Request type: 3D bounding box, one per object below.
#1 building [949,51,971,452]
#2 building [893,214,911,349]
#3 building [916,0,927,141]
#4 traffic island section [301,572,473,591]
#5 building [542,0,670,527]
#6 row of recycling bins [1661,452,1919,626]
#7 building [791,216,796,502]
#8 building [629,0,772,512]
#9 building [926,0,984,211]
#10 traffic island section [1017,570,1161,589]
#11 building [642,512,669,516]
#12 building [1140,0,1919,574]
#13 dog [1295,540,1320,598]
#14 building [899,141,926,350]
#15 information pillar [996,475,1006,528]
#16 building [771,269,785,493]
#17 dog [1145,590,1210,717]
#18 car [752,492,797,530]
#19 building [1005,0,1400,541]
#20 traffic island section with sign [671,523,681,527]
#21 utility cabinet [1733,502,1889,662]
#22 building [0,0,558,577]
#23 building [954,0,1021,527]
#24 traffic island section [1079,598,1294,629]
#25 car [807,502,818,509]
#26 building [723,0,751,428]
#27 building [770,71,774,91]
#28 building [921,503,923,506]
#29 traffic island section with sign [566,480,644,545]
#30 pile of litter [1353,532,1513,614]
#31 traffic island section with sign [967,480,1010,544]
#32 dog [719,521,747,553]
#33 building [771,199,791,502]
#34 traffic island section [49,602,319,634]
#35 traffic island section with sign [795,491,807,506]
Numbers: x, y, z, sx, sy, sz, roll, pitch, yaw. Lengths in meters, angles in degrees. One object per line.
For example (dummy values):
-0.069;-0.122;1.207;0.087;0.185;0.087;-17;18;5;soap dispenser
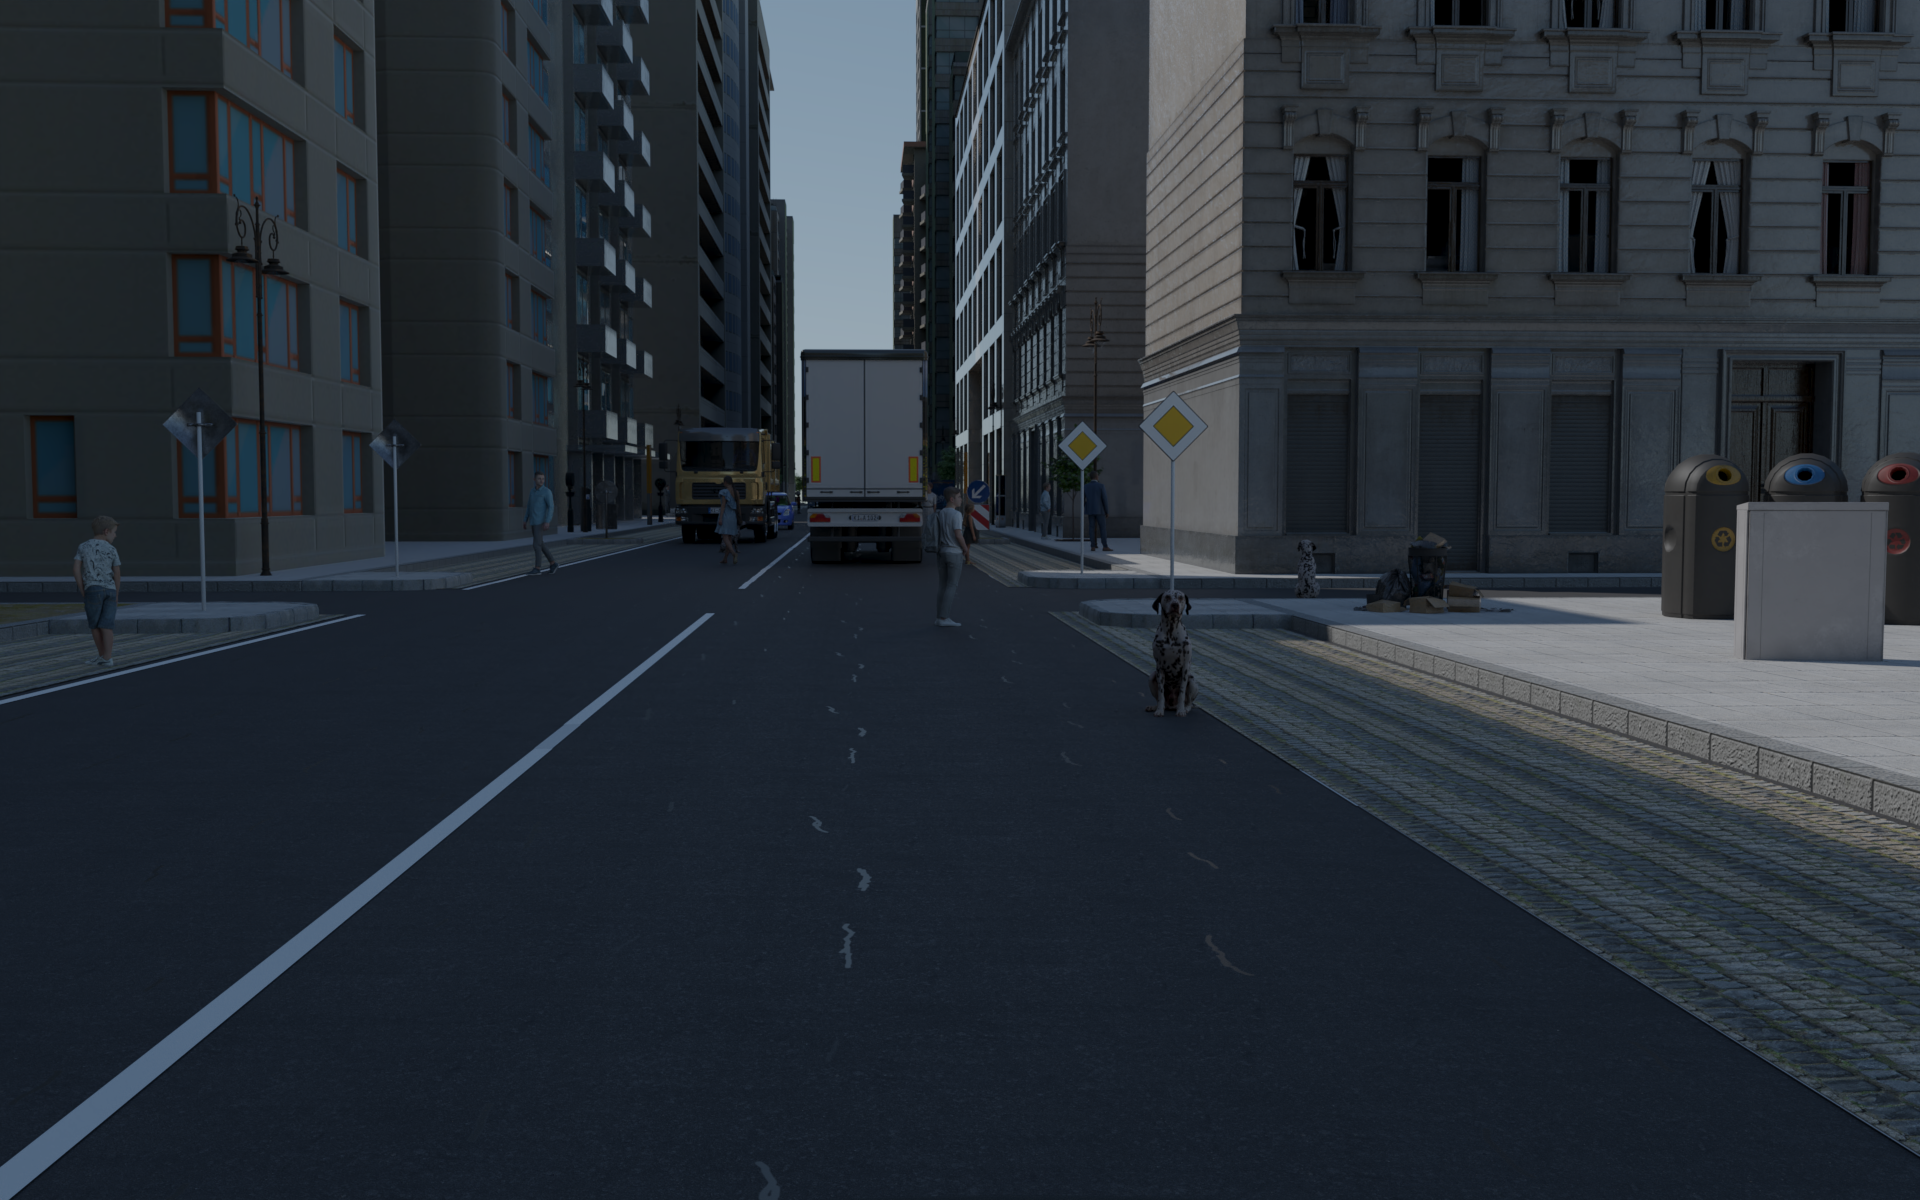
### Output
6.187;-21.132;117.215;14.160;30.474;14.107;0;4;-3;building
-2.896;-34.952;255.060;14.154;41.232;14.086;0;4;-3;building
2.349;-48.822;236.496;20.563;71.187;20.611;0;4;-3;building
-8.832;-0.293;27.066;2.009;0.180;2.903;0;4;-3;traffic island section
-25.985;-27.963;76.797;23.786;49.044;30.456;0;4;-3;building
8.956;-0.632;17.439;3.534;1.692;1.069;2;4;29;row of recycling bins
-30.864;-34.468;247.150;14.154;41.232;14.086;0;4;-3;building
-28.794;-32.863;161.009;21.300;48.544;21.600;0;4;-3;building
4.091;-28.287;146.085;14.154;41.232;14.086;0;4;-3;building
1.992;-0.331;27.688;2.009;0.180;2.903;0;4;-3;traffic island section
-26.677;-29.824;111.329;21.300;48.544;21.600;0;4;-3;building
13.024;-11.195;32.193;18.267;20.994;9.793;0;4;-3;building
4.526;-0.380;23.051;0.800;0.831;0.513;-3;5;-41;dog
3.771;-34.130;212.651;22.147;44.769;28.867;0;4;-3;building
1.555;-3.768;66.102;0.304;2.012;0.304;-2;4;-27;information pillar
-29.580;-27.366;219.141;14.160;30.474;14.107;0;4;-3;building
1.497;0.334;11.377;0.800;0.831;0.513;-3;5;-40;dog
-7.627;-3.734;70.639;1.945;1.707;3.694;0;4;-5;car
7.147;-12.828;58.890;9.793;20.994;18.267;0;4;-3;building
-11.722;-4.160;76.642;1.989;1.847;2.006;0;4;-3;traffic island section with sign
6.584;-0.139;13.431;1.020;1.237;0.306;0;4;8;utility cabinet
-25.934;-11.922;39.970;27.650;21.520;28.899;0;4;-3;building
10.312;-17.162;85.111;19.350;26.468;34.151;0;4;-3;building
2.455;0.157;19.717;2.009;0.180;2.903;0;4;-3;traffic island section
-12.834;-8.790;155.719;2.014;1.417;4.499;0;4;-5;car
-27.969;-36.321;135.851;21.231;58.520;28.212;0;4;-3;building
-35.978;-37.190;197.293;28.713;52.752;27.495;0;4;-3;building
12.507;-29.016;166.300;32.217;40.220;23.993;0;4;-3;building
-10.156;-2.514;49.732;1.989;1.847;2.006;0;4;-3;traffic island section with sign
5.222;-0.308;19.005;1.719;0.858;1.176;1;4;18;pile of litter
0.374;-2.523;49.876;1.989;1.847;2.006;0;4;-3;traffic island section with sign
-5.714;-1.575;42.585;0.800;0.831;0.513;2;4;29;dog
-30.539;-33.608;233.083;14.154;41.232;14.086;0;4;-3;building
-8.368;0.195;19.095;2.009;0.180;2.903;0;4;-3;traffic island section
-19.354;-12.186;207.870;1.989;1.847;2.006;0;4;-3;traffic island section with sign
